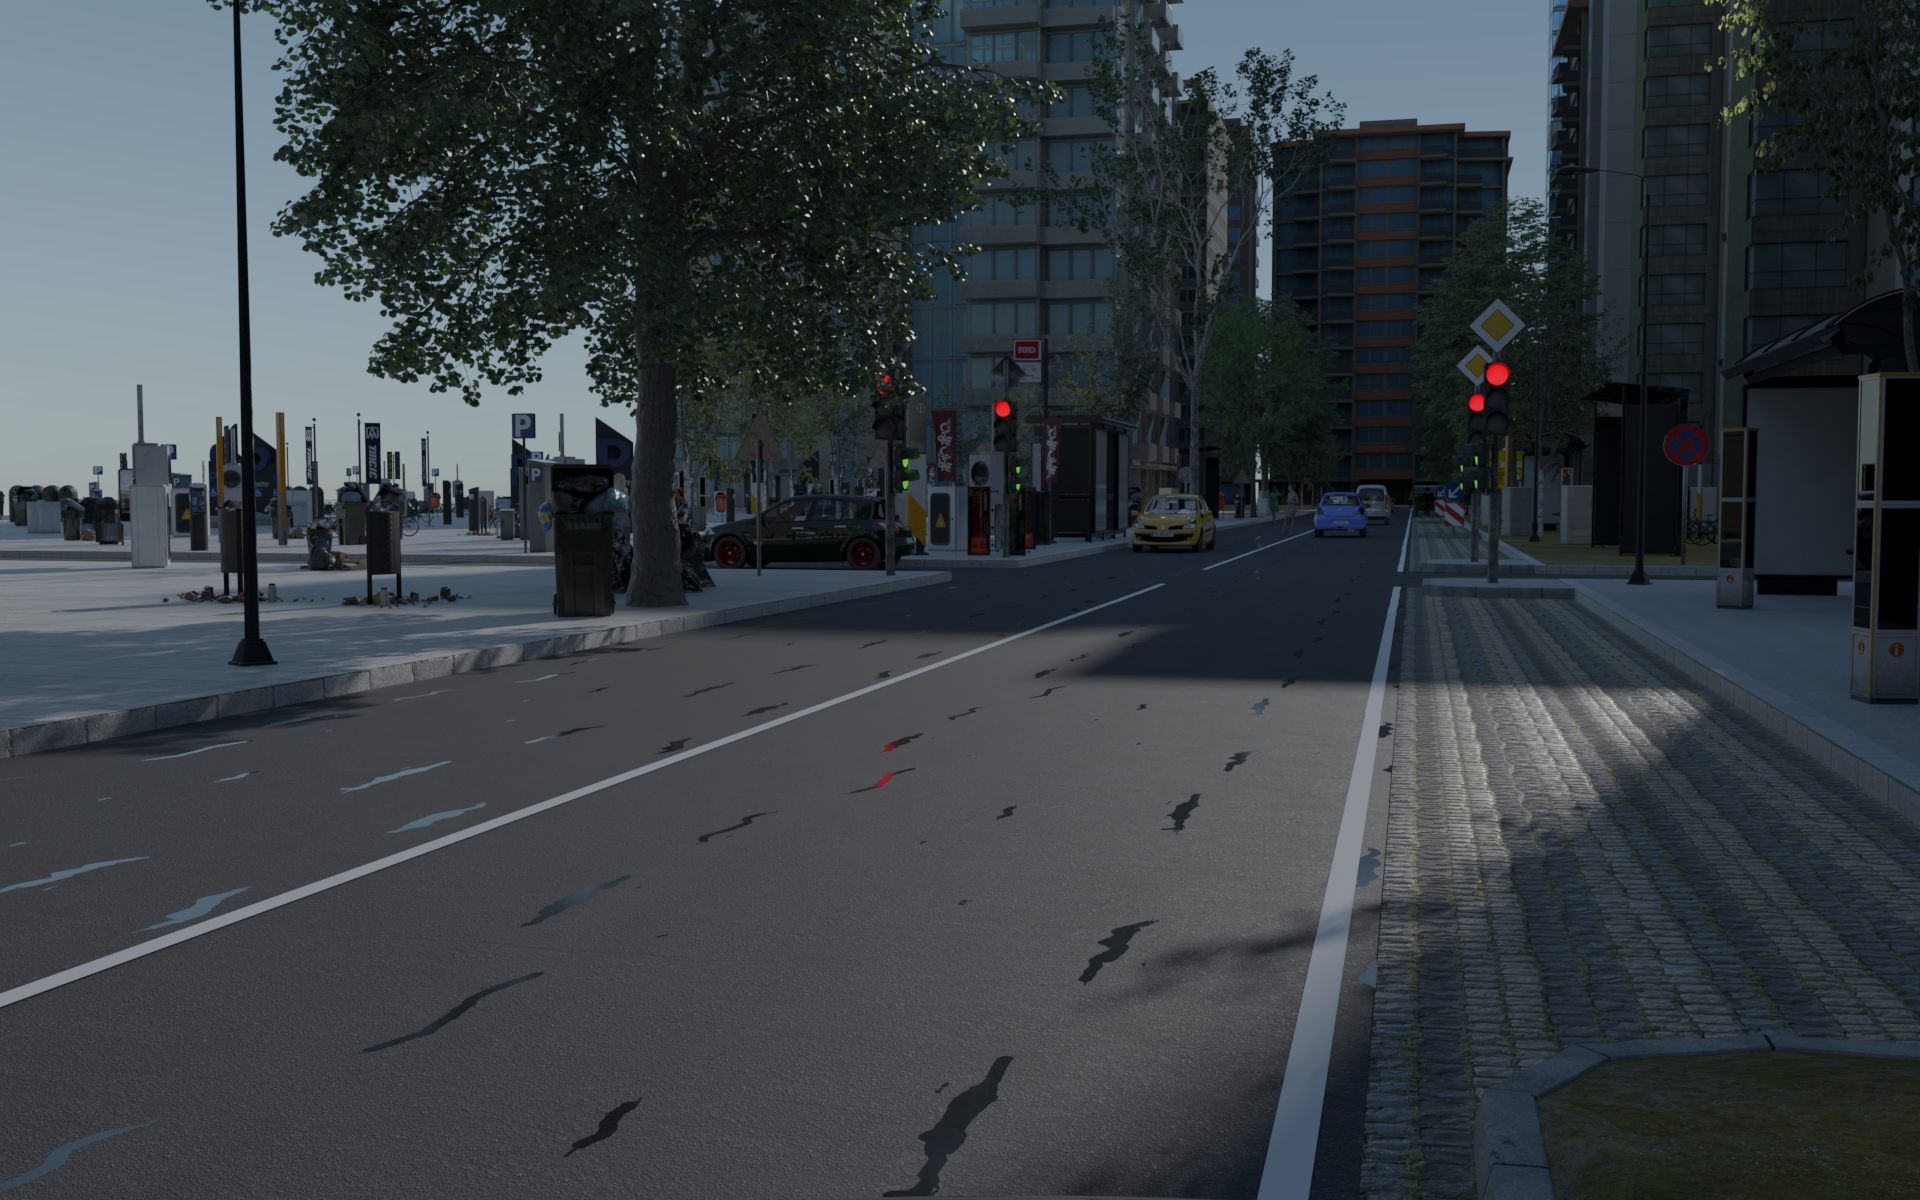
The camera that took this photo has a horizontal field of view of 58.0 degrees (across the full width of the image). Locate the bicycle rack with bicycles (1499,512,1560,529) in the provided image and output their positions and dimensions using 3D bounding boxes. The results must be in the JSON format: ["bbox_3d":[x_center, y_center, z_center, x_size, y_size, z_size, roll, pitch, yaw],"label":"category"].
[{"bbox_3d":[20.975,-3.066,63.505,2.925,0.926,2.852,-1,4,-13],"label":"bicycle rack with bicycles"}]

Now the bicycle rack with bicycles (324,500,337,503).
[{"bbox_3d":[-39.275,-5.782,107.923,2.852,0.926,2.925,2,4,27],"label":"bicycle rack with bicycles"}]

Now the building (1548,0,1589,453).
[{"bbox_3d":[63.402,-30.382,151.373,22.147,44.769,28.867,1,4,15],"label":"building"}]

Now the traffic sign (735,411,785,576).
[{"bbox_3d":[-3.140,-1.652,27.018,0.884,2.594,0.081,2,4,23],"label":"traffic sign"}]

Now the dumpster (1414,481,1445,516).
[{"bbox_3d":[30.507,-6.582,112.566,1.985,2.255,1.502,1,4,14],"label":"dumpster"}]

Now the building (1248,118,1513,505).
[{"bbox_3d":[49.859,-33.704,205.676,28.867,44.769,22.147,1,4,15],"label":"building"}]

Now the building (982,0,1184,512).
[{"bbox_3d":[4.154,-31.025,126.867,23.786,49.044,30.456,1,4,15],"label":"building"}]

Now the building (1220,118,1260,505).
[{"bbox_3d":[28.020,-34.077,207.262,14.200,45.320,14.600,1,4,15],"label":"building"}]

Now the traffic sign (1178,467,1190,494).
[{"bbox_3d":[10.541,-4.937,80.828,0.768,2.556,0.104,1,4,15],"label":"traffic sign"}]

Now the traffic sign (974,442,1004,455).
[{"bbox_3d":[0.694,-2.564,42.029,0.768,2.556,0.104,1,4,18],"label":"traffic sign"}]

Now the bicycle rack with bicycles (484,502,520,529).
[{"bbox_3d":[-16.656,-3.117,64.350,2.852,0.926,2.925,-1,4,-12],"label":"bicycle rack with bicycles"}]

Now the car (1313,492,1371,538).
[{"bbox_3d":[12.829,-2.976,58.250,1.945,1.707,3.694,1,4,14],"label":"car"}]

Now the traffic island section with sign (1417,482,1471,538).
[{"bbox_3d":[16.013,-2.932,56.564,1.989,1.847,2.006,1,4,15],"label":"traffic island section with sign"}]

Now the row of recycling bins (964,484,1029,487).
[{"bbox_3d":[1.575,-4.175,75.375,3.534,1.692,1.069,2,4,32],"label":"row of recycling bins"}]

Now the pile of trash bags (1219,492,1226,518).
[{"bbox_3d":[13.202,-5.154,94.013,1.912,1.369,3.447,-2,4,-32],"label":"pile of trash bags"}]

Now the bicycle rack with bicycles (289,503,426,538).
[{"bbox_3d":[-17.876,-2.319,51.303,2.925,0.926,2.852,0,4,5],"label":"bicycle rack with bicycles"}]

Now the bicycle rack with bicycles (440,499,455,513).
[{"bbox_3d":[-35.703,-6.523,120.035,2.925,0.926,2.852,-2,4,-27],"label":"bicycle rack with bicycles"}]

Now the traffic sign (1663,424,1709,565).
[{"bbox_3d":[13.159,-1.916,31.433,0.768,2.556,0.104,1,4,22],"label":"traffic sign"}]

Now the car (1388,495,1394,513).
[{"bbox_3d":[33.104,-7.574,136.197,2.083,1.381,4.827,1,4,16],"label":"car"}]

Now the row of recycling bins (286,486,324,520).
[{"bbox_3d":[-33.597,-4.917,87.501,3.534,1.692,1.069,2,4,24],"label":"row of recycling bins"}]

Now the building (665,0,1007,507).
[{"bbox_3d":[-13.131,-33.834,172.793,30.456,49.044,23.786,1,4,15],"label":"building"}]

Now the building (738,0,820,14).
[{"bbox_3d":[-16.099,-47.874,220.996,20.611,71.187,20.563,1,4,15],"label":"building"}]

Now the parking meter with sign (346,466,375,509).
[{"bbox_3d":[-39.979,-7.299,115.602,1.738,3.016,0.543,0,4,7],"label":"parking meter with sign"}]

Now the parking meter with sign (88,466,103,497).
[{"bbox_3d":[-53.364,-6.754,106.692,0.543,3.016,1.738,0,4,-8],"label":"parking meter with sign"}]

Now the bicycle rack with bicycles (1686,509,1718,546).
[{"bbox_3d":[18.072,-1.862,43.819,2.925,0.926,2.852,1,4,17],"label":"bicycle rack with bicycles"}]

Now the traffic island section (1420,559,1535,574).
[{"bbox_3d":[9.751,-0.642,32.771,2.009,0.180,2.903,1,4,15],"label":"traffic island section"}]

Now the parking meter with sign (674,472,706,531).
[{"bbox_3d":[-9.582,-3.894,59.922,1.738,3.016,0.543,2,4,27],"label":"parking meter with sign"}]

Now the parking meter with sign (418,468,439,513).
[{"bbox_3d":[-35.954,-7.392,117.118,0.543,3.016,1.738,1,4,18],"label":"parking meter with sign"}]

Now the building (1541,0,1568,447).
[{"bbox_3d":[78.828,-54.054,196.448,31.000,86.520,22.319,1,4,15],"label":"building"}]

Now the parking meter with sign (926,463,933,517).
[{"bbox_3d":[-1.850,-6.189,97.450,0.543,3.016,1.738,-1,4,-16],"label":"parking meter with sign"}]

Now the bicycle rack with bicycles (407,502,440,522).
[{"bbox_3d":[-25.207,-3.946,77.903,2.925,0.926,2.852,-1,4,-23],"label":"bicycle rack with bicycles"}]

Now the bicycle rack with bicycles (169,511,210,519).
[{"bbox_3d":[-29.963,-3.382,68.673,2.852,0.926,2.925,0,4,2],"label":"bicycle rack with bicycles"}]

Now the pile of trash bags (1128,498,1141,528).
[{"bbox_3d":[6.235,-3.527,67.415,1.912,1.369,3.447,0,4,7],"label":"pile of trash bags"}]

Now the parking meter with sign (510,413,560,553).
[{"bbox_3d":[-9.135,-2.564,38.190,0.543,3.016,1.738,1,4,19],"label":"parking meter with sign"}]

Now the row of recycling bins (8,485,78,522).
[{"bbox_3d":[-41.896,-4.409,79.203,3.534,1.692,1.069,1,4,14],"label":"row of recycling bins"}]

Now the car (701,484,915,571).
[{"bbox_3d":[-2.944,-1.418,32.963,4.222,1.686,2.009,1,4,13],"label":"car"}]

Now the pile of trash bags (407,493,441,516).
[{"bbox_3d":[-31.596,-5.515,99.917,3.447,1.369,1.912,0,4,7],"label":"pile of trash bags"}]

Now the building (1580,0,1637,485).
[{"bbox_3d":[55.830,-35.559,123.381,21.231,58.520,28.212,1,4,15],"label":"building"}]

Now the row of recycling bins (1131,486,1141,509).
[{"bbox_3d":[8.747,-5.190,91.967,1.069,1.692,3.534,-1,4,-11],"label":"row of recycling bins"}]

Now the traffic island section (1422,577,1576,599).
[{"bbox_3d":[7.724,-0.169,25.046,2.009,0.180,2.903,1,4,15],"label":"traffic island section"}]

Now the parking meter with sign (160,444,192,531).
[{"bbox_3d":[-27.534,-3.980,61.342,0.543,3.016,1.738,0,4,6],"label":"parking meter with sign"}]

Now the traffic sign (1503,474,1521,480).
[{"bbox_3d":[25.416,-4.811,79.853,0.795,2.450,0.064,1,4,20],"label":"traffic sign"}]

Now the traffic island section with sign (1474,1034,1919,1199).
[{"bbox_3d":[1.963,0.343,3.019,1.989,1.847,2.006,1,4,15],"label":"traffic island section with sign"}]

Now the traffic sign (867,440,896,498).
[{"bbox_3d":[-1.494,-2.157,35.270,0.884,2.594,0.081,1,4,19],"label":"traffic sign"}]

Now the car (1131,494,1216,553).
[{"bbox_3d":[5.424,-2.052,43.769,2.015,1.641,3.980,1,4,15],"label":"car"}]

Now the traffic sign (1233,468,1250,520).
[{"bbox_3d":[14.117,-5.314,86.889,0.884,2.594,0.081,1,4,16],"label":"traffic sign"}]

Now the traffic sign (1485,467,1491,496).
[{"bbox_3d":[23.687,-4.763,77.983,0.768,2.556,0.104,1,4,21],"label":"traffic sign"}]

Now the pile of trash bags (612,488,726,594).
[{"bbox_3d":[-4.284,-0.865,23.896,1.912,1.369,3.447,0,4,1],"label":"pile of trash bags"}]

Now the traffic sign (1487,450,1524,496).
[{"bbox_3d":[25.413,-5.286,80.298,2.265,3.308,0.079,1,4,21],"label":"traffic sign"}]

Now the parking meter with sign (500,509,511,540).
[{"bbox_3d":[-12.000,-3.198,48.548,1.738,3.016,0.543,0,4,-6],"label":"parking meter with sign"}]
